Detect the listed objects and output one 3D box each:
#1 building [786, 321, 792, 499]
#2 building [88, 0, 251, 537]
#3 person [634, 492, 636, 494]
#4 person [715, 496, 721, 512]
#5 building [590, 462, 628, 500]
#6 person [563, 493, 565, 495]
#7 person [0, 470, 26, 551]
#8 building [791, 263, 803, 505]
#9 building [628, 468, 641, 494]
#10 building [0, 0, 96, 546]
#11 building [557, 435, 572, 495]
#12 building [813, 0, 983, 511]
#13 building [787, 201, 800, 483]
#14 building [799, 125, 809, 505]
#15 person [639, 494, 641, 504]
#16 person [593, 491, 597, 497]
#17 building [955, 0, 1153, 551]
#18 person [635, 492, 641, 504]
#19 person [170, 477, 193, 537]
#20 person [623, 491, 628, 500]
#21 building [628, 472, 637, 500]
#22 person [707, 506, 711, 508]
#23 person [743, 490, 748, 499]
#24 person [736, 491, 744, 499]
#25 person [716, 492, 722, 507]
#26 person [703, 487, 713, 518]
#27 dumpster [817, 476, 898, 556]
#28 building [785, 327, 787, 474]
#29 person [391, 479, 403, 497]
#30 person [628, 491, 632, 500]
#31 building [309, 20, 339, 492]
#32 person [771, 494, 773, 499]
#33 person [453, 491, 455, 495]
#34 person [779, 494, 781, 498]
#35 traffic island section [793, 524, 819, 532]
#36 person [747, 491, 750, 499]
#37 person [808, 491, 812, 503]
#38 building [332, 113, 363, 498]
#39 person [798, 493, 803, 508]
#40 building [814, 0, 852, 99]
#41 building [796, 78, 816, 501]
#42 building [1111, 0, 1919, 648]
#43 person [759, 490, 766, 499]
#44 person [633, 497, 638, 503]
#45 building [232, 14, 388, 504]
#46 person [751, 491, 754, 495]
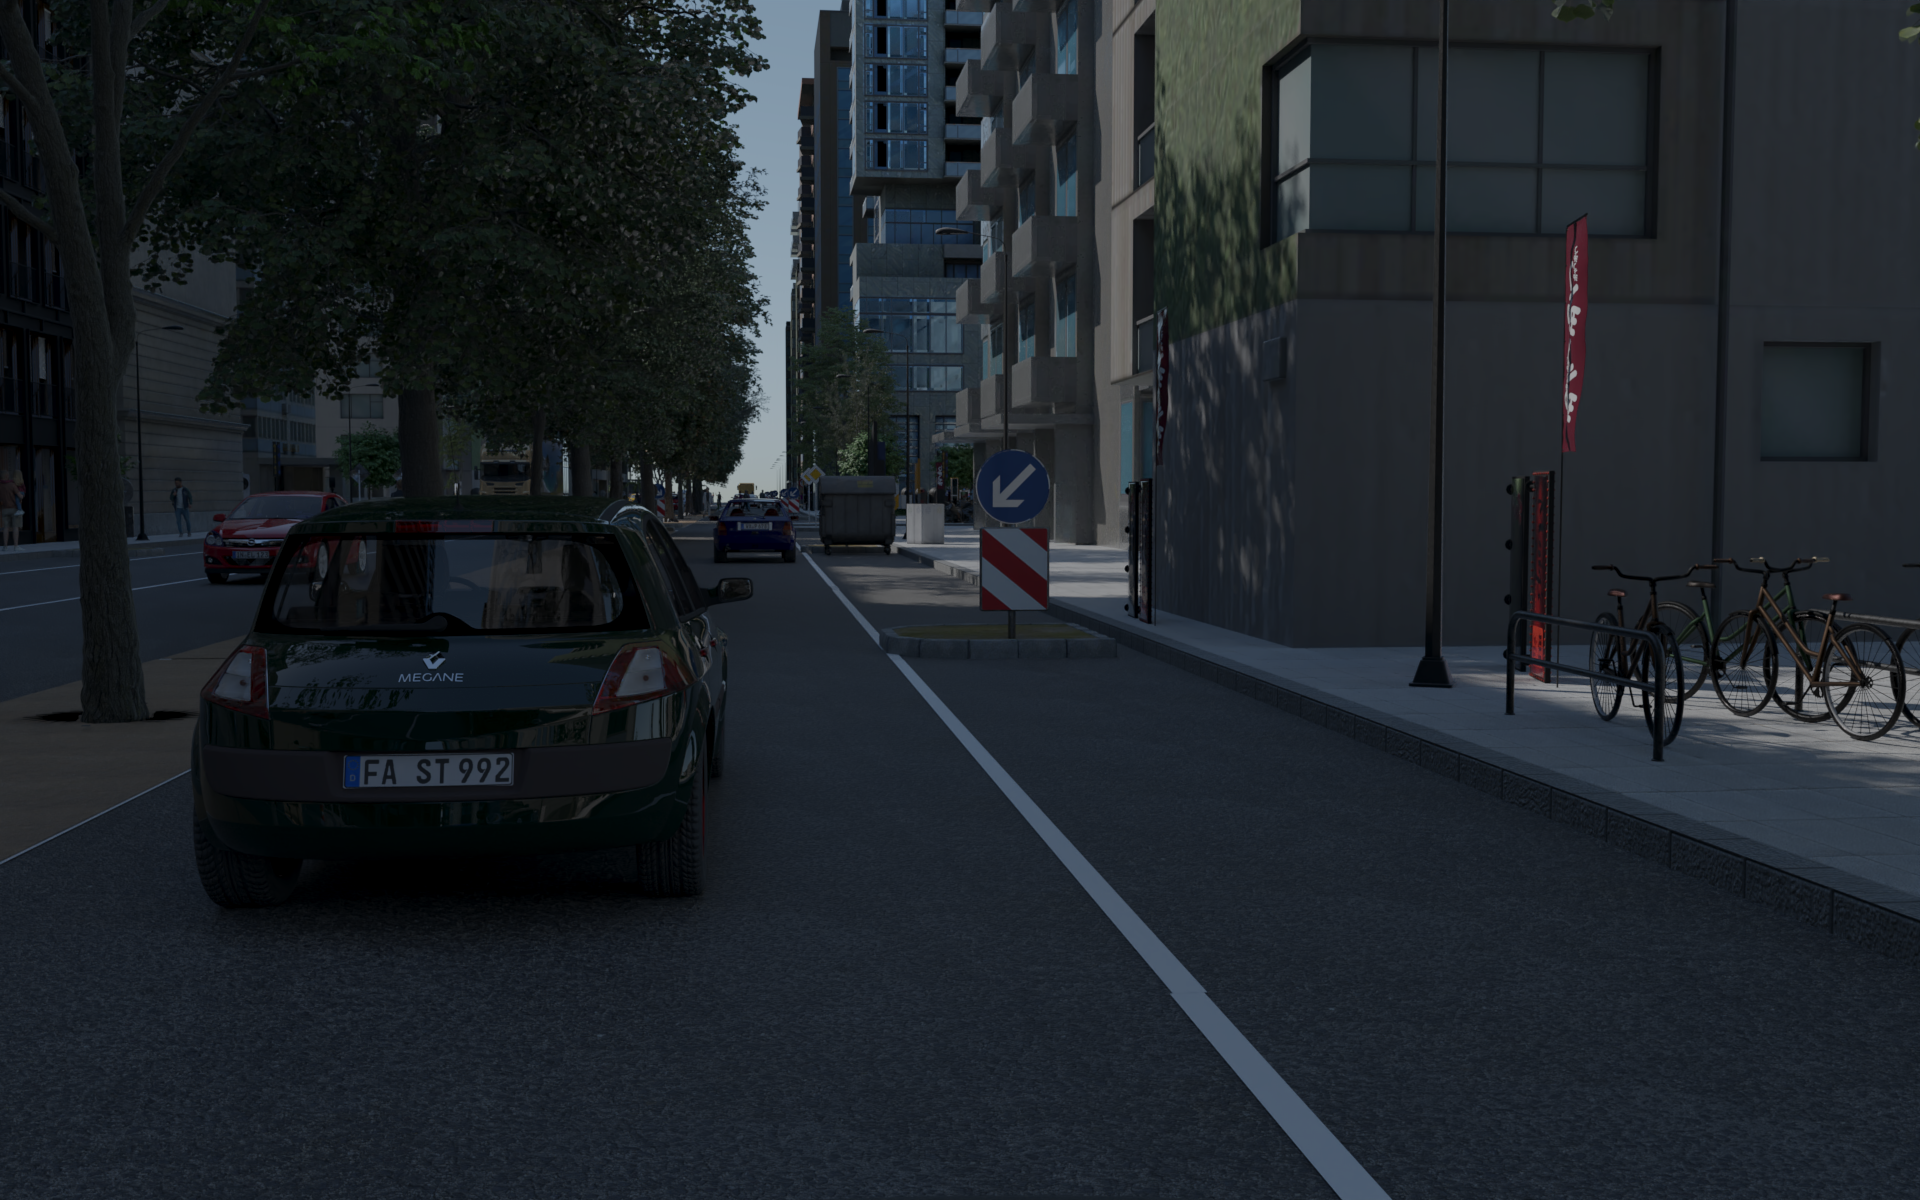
[{"bbox_3d":[-16.786,-28.885,243.968,14.160,30.474,14.107,0,4,-7],"label":"building"},{"bbox_3d":[-42.255,-14.450,55.335,34.723,24.649,14.460,0,4,-7],"label":"building"},{"bbox_3d":[-48.077,-15.317,256.611,1.348,1.807,0.705,1,4,17],"label":"person"},{"bbox_3d":[-19.770,-7.867,141.376,0.590,1.304,0.306,-3,5,-43],"label":"person"},{"bbox_3d":[-57.910,-37.710,240.264,21.300,48.544,21.600,0,4,-7],"label":"building"},{"bbox_3d":[-35.862,-9.133,155.333,1.348,1.831,0.705,-1,4,-23],"label":"person"},{"bbox_3d":[-21.337,-2.018,39.019,0.580,1.828,0.573,-3,5,-44],"label":"person"},{"bbox_3d":[-13.611,-27.296,217.990,14.160,30.474,14.107,0,4,-7],"label":"building"},{"bbox_3d":[-64.022,-52.159,291.057,20.563,71.187,20.611,0,4,-7],"label":"building"},{"bbox_3d":[-29.361,-12.844,39.676,12.332,23.373,15.834,0,4,-7],"label":"building"},{"bbox_3d":[-50.208,-52.677,173.948,22.319,86.520,31.000,0,4,-7],"label":"building"},{"bbox_3d":[0.649,-49.875,128.127,22.319,86.520,31.000,0,4,-7],"label":"building"},{"bbox_3d":[-14.675,-39.543,266.130,23.786,49.044,30.456,0,4,-7],"label":"building"},{"bbox_3d":[-11.657,-33.842,203.419,14.600,45.320,14.200,0,4,-7],"label":"building"},{"bbox_3d":[-31.220,-9.819,169.966,0.541,1.710,0.530,0,4,-1],"label":"person"},{"bbox_3d":[-33.979,-9.265,160.769,0.721,1.735,1.217,1,4,16],"label":"person"},{"bbox_3d":[11.830,-26.403,51.304,23.786,49.044,30.456,0,4,-7],"label":"building"},{"bbox_3d":[-29.102,-8.980,156.796,0.593,1.643,0.415,-2,4,-33],"label":"person"},{"bbox_3d":[-23.192,-2.764,51.582,0.623,1.781,0.721,-2,4,-25],"label":"person"},{"bbox_3d":[-36.790,-11.005,189.160,1.217,1.736,0.721,1,4,18],"label":"person"},{"bbox_3d":[-62.439,-39.550,266.254,23.786,49.044,30.456,0,4,-7],"label":"building"},{"bbox_3d":[-25.262,-10.044,173.515,0.445,1.727,0.742,2,4,30],"label":"person"},{"bbox_3d":[-17.474,-8.126,141.753,0.834,1.777,0.661,-2,4,-27],"label":"person"},{"bbox_3d":[-21.264,-9.720,168.110,0.721,1.739,1.217,3,5,41],"label":"person"},{"bbox_3d":[-27.337,-11.428,196.150,0.445,1.727,0.742,2,4,35],"label":"person"},{"bbox_3d":[-14.698,-5.649,100.734,0.514,1.842,0.818,-2,4,-31],"label":"person"},{"bbox_3d":[-2.434,-2.000,40.916,1.865,1.857,1.264,0,4,-7],"label":"dumpster"},{"bbox_3d":[-21.992,-31.592,288.221,14.160,30.474,14.107,0,4,-7],"label":"building"},{"bbox_3d":[-12.792,-1.886,39.763,0.576,1.772,0.534,-2,4,-32],"label":"person"},{"bbox_3d":[-44.611,-13.918,234.276,0.551,1.740,0.621,-2,4,-25],"label":"person"},{"bbox_3d":[-39.545,-26.247,112.729,14.154,41.232,14.086,0,4,-7],"label":"building"},{"bbox_3d":[-19.952,-10.801,185.541,0.683,1.767,0.568,0,4,-2],"label":"person"},{"bbox_3d":[-31.210,-6.170,107.352,0.576,1.772,0.534,-2,4,-29],"label":"person"},{"bbox_3d":[-27.401,-15.728,264.118,0.530,1.710,0.541,1,4,11],"label":"person"},{"bbox_3d":[-5.565,-2.763,67.450,2.009,0.180,2.903,0,4,-7],"label":"traffic island section"},{"bbox_3d":[-17.609,-8.188,143.207,0.563,1.720,0.643,-1,4,-19],"label":"person"},{"bbox_3d":[-13.858,-9.356,158.888,0.709,1.838,0.599,-1,4,-18],"label":"person"},{"bbox_3d":[-39.501,-27.605,134.937,14.154,41.232,14.086,0,4,-7],"label":"building"},{"bbox_3d":[-15.076,-9.522,164.958,0.991,1.433,0.599,-1,4,-14],"label":"person"},{"bbox_3d":[-6.184,-31.164,159.636,14.600,45.320,14.200,0,4,-7],"label":"building"},{"bbox_3d":[-5.900,-32.285,182.477,22.147,44.769,28.867,0,4,-7],"label":"building"},{"bbox_3d":[8.923,-20.622,20.765,14.154,41.232,14.086,0,4,-7],"label":"building"},{"bbox_3d":[-16.906,-8.579,148.869,0.694,1.812,0.767,2,4,24],"label":"person"},{"bbox_3d":[-27.197,-7.971,144.331,1.012,1.151,0.738,-2,4,-29],"label":"person"},{"bbox_3d":[-46.053,-24.032,84.800,32.217,40.220,23.993,0,4,-7],"label":"building"},{"bbox_3d":[-22.983,-11.179,191.950,0.621,1.740,0.551,-1,4,-19],"label":"person"}]
